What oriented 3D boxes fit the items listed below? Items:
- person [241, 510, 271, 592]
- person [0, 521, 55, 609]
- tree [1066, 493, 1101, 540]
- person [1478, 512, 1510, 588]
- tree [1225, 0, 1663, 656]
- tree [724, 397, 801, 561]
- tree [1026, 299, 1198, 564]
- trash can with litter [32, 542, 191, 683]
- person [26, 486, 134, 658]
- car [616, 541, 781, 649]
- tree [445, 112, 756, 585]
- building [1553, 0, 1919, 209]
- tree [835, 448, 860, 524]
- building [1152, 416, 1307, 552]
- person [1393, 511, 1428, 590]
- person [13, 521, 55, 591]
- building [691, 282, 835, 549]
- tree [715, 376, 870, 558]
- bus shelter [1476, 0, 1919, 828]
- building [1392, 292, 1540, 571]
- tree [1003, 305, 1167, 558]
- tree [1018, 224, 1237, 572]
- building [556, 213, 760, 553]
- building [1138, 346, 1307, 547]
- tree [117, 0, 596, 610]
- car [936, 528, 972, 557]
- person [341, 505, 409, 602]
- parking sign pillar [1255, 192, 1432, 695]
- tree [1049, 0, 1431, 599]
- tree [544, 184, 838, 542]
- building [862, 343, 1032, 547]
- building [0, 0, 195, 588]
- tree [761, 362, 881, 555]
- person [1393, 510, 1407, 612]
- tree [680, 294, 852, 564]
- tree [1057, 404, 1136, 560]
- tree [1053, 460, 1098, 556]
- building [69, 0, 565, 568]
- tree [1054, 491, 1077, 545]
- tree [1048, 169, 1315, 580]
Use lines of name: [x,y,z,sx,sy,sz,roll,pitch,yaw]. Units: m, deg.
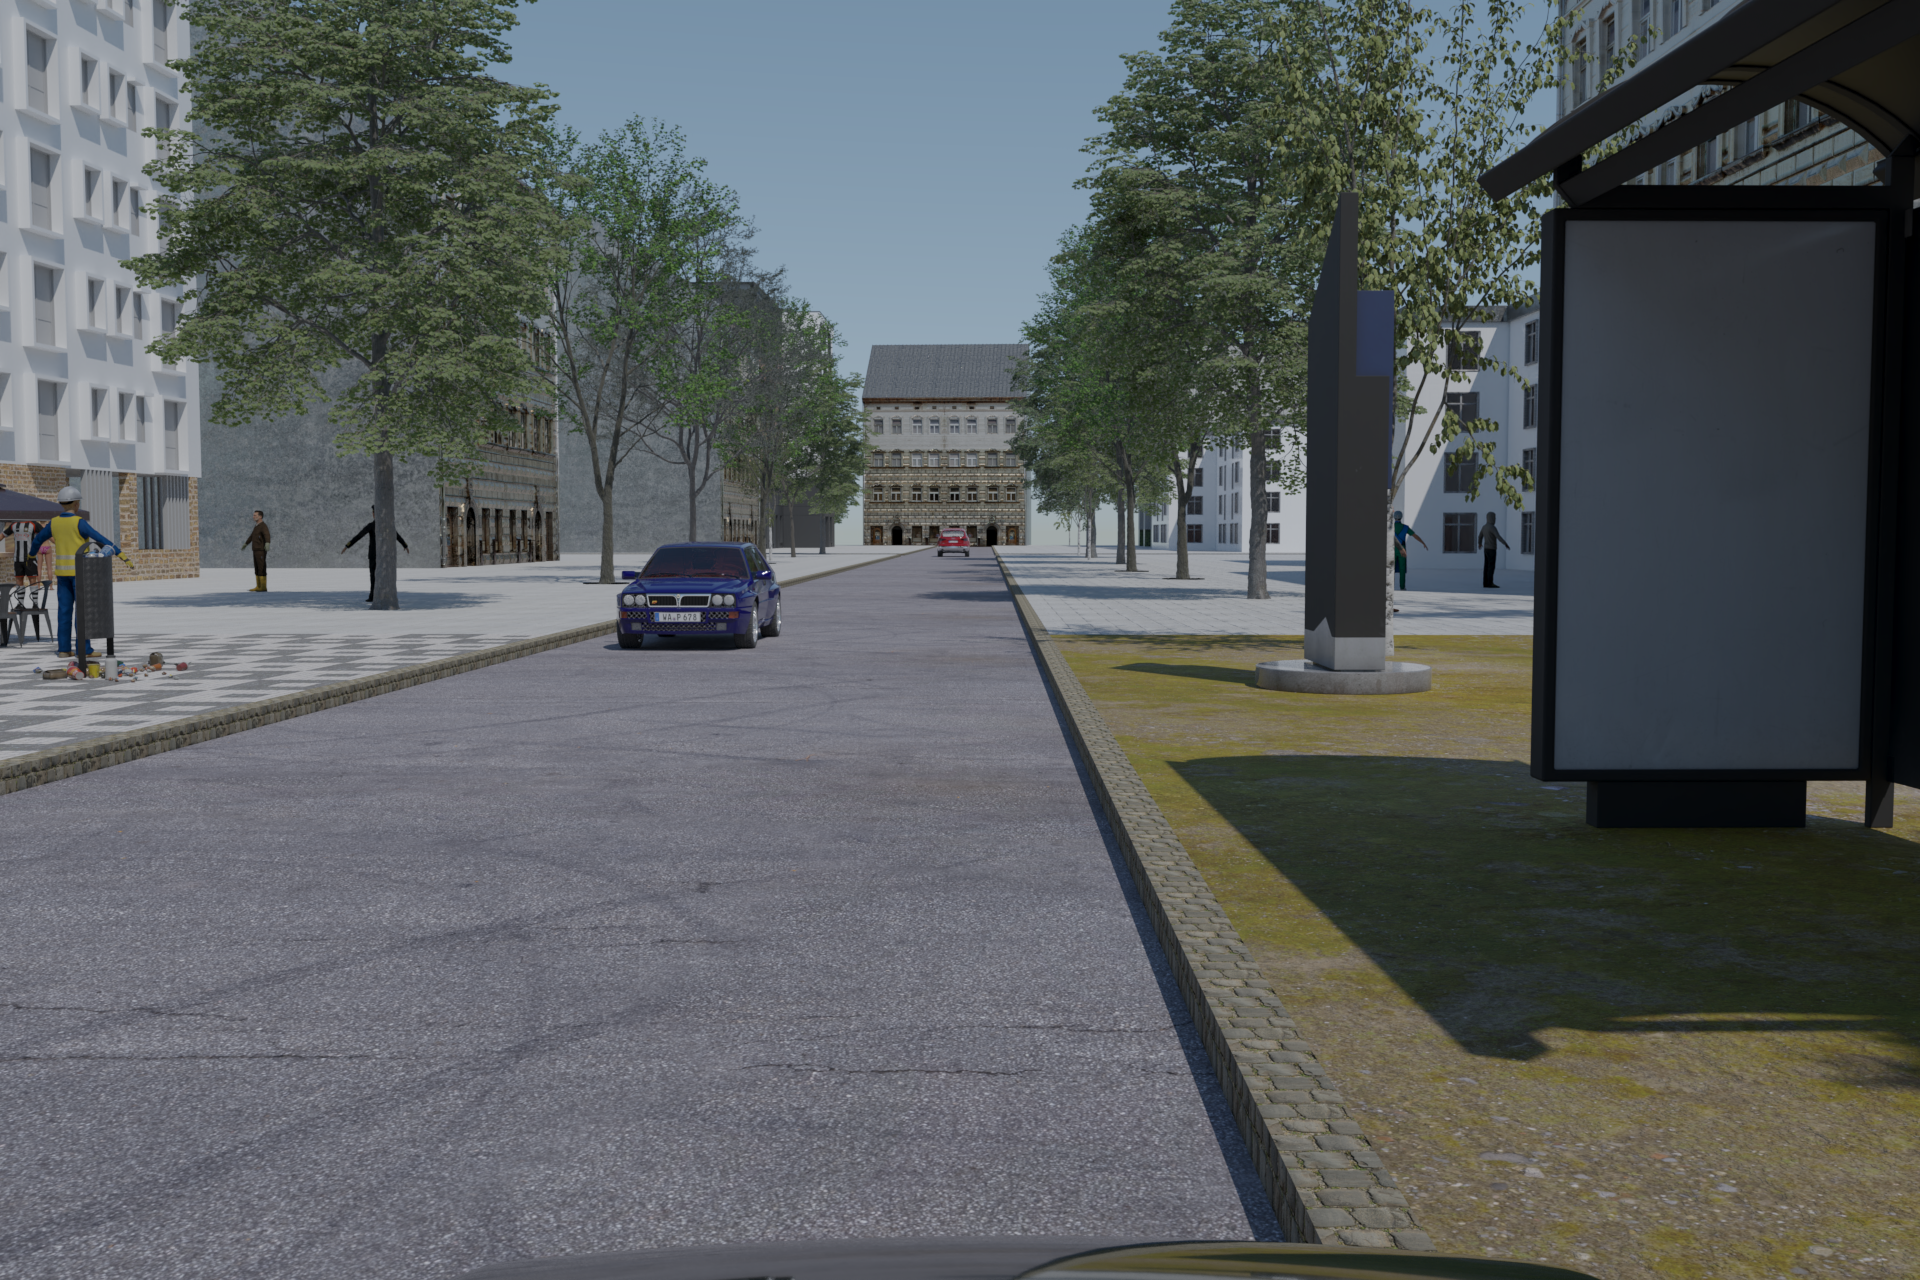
person: [-15.604,-1.980,38.513,0.704,1.812,1.346,-3,5,-45]
person: [-15.450,-1.374,28.615,1.345,1.843,0.704,0,4,-4]
tree: [14.003,-14.927,194.412,4.737,8.622,4.395,0,3,0]
person: [12.660,-2.149,41.264,0.705,1.813,1.348,-1,4,-13]
tree: [4.611,-4.126,17.821,4.737,8.622,4.395,0,3,0]
tree: [-8.973,-8.168,83.913,4.360,8.622,3.978,0,3,0]
tree: [6.563,-9.497,73.395,7.486,12.596,7.792,0,3,0]
trash can with litter: [-7.693,-0.303,16.019,1.678,1.210,2.233,0,4,1]
person: [-9.177,-0.707,18.026,1.216,1.772,0.721,1,4,10]
car: [-3.395,-0.631,22.902,1.945,1.354,3.894,0,4,1]
tree: [-9.055,-7.221,43.811,9.928,11.665,9.643,0,3,0]
building: [25.070,-12.630,37.435,19.493,23.208,18.063,0,4,1]
tree: [-16.580,-17.839,198.316,9.857,13.997,8.962,0,3,0]
building: [20.938,-11.910,136.871,9.099,9.664,28.070,0,4,1]
person: [9.975,-2.040,39.482,1.347,1.817,0.704,1,4,15]
person: [-20.845,-1.994,39.406,1.217,1.733,0.721,-2,4,-28]
building: [-26.796,-19.142,156.943,27.936,21.610,32.646,0,4,1]
tree: [-9.143,-9.815,94.886,8.767,10.594,7.601,0,4,-8]
bus shelter: [3.350,-0.679,5.020,2.014,3.302,5.546,0,4,-1]
building: [20.849,-7.441,63.816,9.099,9.664,28.070,0,4,1]
tree: [6.950,-11.371,92.567,9.857,13.997,8.962,0,3,0]
tree: [5.716,-8.122,58.545,9.928,11.665,9.643,0,3,0]
building: [-25.161,-18.062,126.237,19.493,23.208,18.063,0,4,1]
building: [27.166,-18.542,169.618,16.747,18.905,31.486,0,4,1]
tree: [-10.004,-6.805,29.390,7.486,12.596,7.792,0,3,0]
car: [-0.398,-6.193,109.923,2.281,1.827,5.304,0,4,0]
person: [-11.017,-1.641,32.762,1.347,1.837,0.705,-3,5,-44]
parking sign pillar: [3.208,-1.586,14.401,1.447,3.967,1.447,0,4,1]
tree: [5.478,-7.077,33.836,7.486,12.596,7.792,0,3,0]
tree: [-9.207,-9.147,59.931,12.009,13.543,11.850,0,3,0]
building: [-1.083,-22.378,199.272,18.063,23.208,19.493,0,4,4]
building: [-27.421,-11.076,37.511,16.016,20.090,11.380,0,4,0]
tree: [-8.746,-11.645,108.522,7.486,12.596,7.792,0,3,0]
person: [6.992,-1.349,28.327,0.705,1.796,1.348,2,4,32]
tree: [-8.336,-9.077,74.172,9.928,11.665,9.643,0,3,0]
tree: [6.119,-8.220,84.766,4.360,8.622,3.978,0,3,0]
tree: [6.938,-9.346,103.169,4.737,8.622,4.395,0,3,0]
building: [-28.468,-14.811,73.097,19.493,23.208,18.063,0,4,1]
tree: [12.388,-15.222,199.236,4.737,8.622,4.395,0,3,0]
tree: [6.325,-7.511,48.560,9.928,11.665,9.643,0,3,0]
